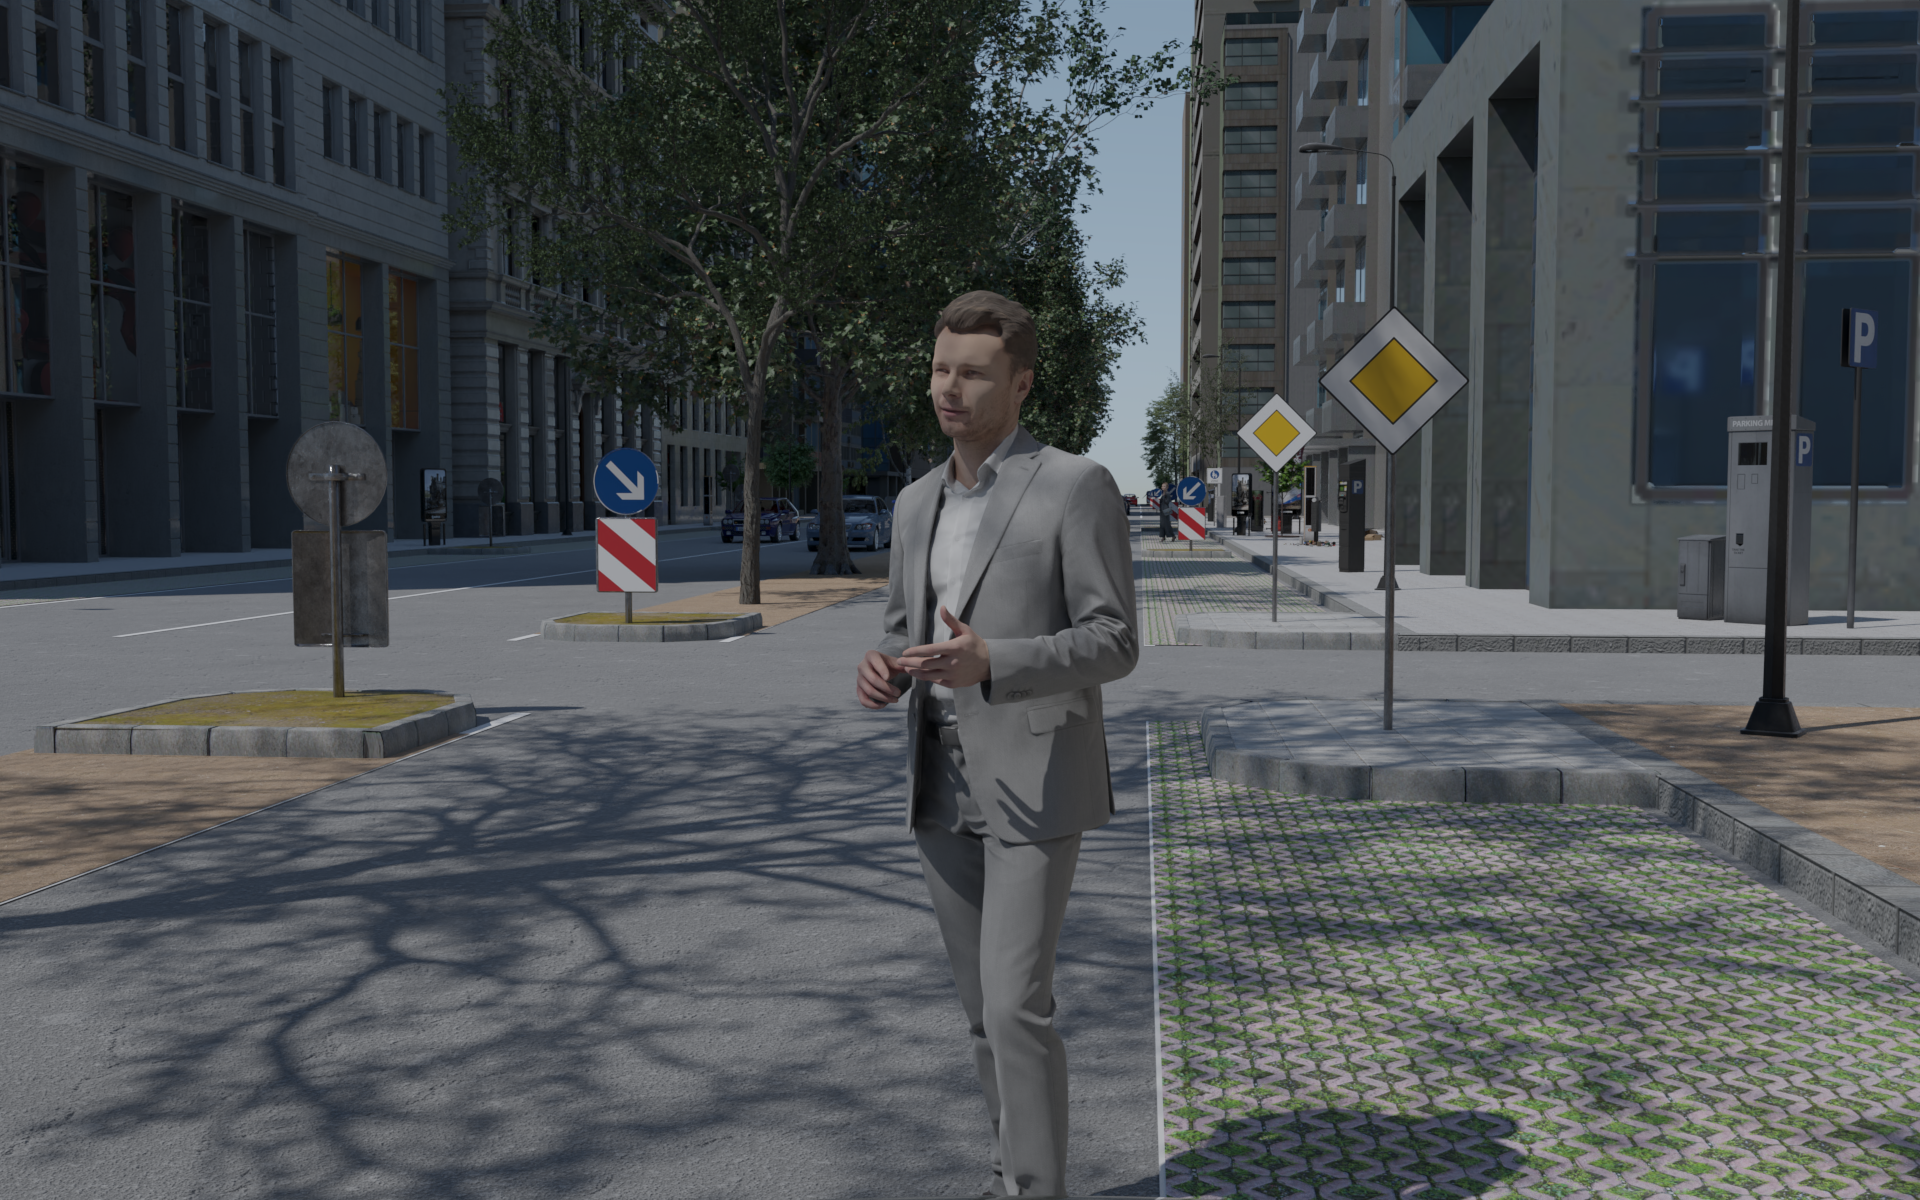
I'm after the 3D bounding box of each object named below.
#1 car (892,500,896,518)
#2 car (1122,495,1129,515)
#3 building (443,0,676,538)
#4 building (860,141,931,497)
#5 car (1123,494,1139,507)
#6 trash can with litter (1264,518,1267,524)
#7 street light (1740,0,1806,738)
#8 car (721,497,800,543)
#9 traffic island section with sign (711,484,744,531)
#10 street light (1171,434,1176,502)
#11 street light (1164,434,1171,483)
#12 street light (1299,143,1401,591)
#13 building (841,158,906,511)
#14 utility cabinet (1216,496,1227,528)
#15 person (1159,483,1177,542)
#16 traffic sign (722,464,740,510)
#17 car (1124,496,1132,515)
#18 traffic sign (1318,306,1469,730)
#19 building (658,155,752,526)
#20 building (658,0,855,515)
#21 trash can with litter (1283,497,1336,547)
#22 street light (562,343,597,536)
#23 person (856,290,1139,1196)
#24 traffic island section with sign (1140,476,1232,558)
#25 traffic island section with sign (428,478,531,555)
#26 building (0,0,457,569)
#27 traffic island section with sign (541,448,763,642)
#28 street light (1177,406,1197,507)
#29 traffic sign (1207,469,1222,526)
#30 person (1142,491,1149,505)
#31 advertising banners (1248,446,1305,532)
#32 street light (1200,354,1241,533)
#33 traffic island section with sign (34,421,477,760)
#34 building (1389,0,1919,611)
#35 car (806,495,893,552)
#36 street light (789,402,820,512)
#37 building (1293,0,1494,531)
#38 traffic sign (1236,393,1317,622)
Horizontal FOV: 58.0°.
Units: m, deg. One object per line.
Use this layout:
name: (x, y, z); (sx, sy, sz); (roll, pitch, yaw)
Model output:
car: (-2.583, -5.007, 91.448); (1.945, 1.707, 3.694); (0, 4, 5)
car: (10.342, -6.381, 116.334); (2.014, 1.417, 4.499); (0, 4, 7)
building: (-17.556, -14.115, 59.653); (11.050, 23.489, 19.941); (0, 4, 6)
building: (-10.340, -30.900, 155.324); (14.600, 45.320, 14.200); (0, 4, 6)
car: (19.085, -11.369, 194.925); (2.155, 1.783, 4.494); (0, 4, 5)
trash can with litter: (12.692, -3.826, 73.944); (0.624, 1.170, 1.055); (-2, 4, -32)
street light: (3.819, -2.240, 9.165); (1.470, 5.913, 1.316); (0, 4, 6)
car: (-5.964, -2.408, 51.945); (1.945, 1.354, 3.894); (0, 4, 7)
traffic island section with sign: (-8.628, -3.649, 68.291); (1.989, 1.847, 2.006); (0, 4, 6)
street light: (12.916, -7.706, 98.542); (1.470, 5.913, 1.316); (0, 4, 6)
street light: (16.663, -9.841, 133.433); (1.470, 5.913, 1.316); (0, 4, 6)
street light: (5.182, -3.088, 23.038); (1.470, 5.913, 1.316); (0, 4, 6)
building: (-20.934, -27.224, 136.991); (32.217, 40.220, 23.993); (0, 4, 6)
utility cabinet: (10.031, -3.380, 66.420); (0.306, 1.237, 1.020); (1, 4, 15)
person: (6.145, -2.610, 51.594); (0.534, 1.772, 0.576); (-3, 4, -36)
traffic sign: (-9.752, -4.503, 73.725); (0.768, 2.556, 0.104); (1, 4, 10)
car: (10.989, -6.615, 120.731); (1.945, 1.354, 3.894); (0, 4, 5)
traffic sign: (2.328, -0.350, 9.369); (0.795, 2.450, 0.064); (0, 4, 6)
building: (-16.291, -13.659, 78.083); (10.420, 20.320, 16.860); (0, 4, 6)
building: (-18.883, -27.838, 109.774); (22.147, 44.769, 28.867); (0, 4, 6)
trash can with litter: (8.774, -1.951, 42.964); (1.678, 1.210, 2.233); (0, 4, 5)
street light: (-11.660, -4.953, 53.525); (1.470, 5.913, 1.316); (0, 4, 6)
person: (0.005, 0.340, 3.149); (0.606, 1.804, 0.583); (3, 5, 39)
traffic island section with sign: (5.146, -1.887, 39.488); (1.989, 1.847, 2.006); (0, 4, 6)
traffic island section with sign: (-11.410, -2.009, 41.479); (1.989, 1.847, 2.006); (0, 4, 6)
building: (-21.458, -15.744, 34.905); (11.434, 29.767, 29.804); (0, 4, 6)
traffic island section with sign: (-3.219, -0.585, 17.706); (2.006, 1.907, 1.989); (0, 4, 6)
street light: (12.348, -7.299, 91.873); (1.470, 5.913, 1.316); (0, 4, 6)
traffic sign: (10.166, -4.100, 69.169); (0.606, 2.300, 0.079); (1, 4, 9)
person: (21.937, -11.868, 202.482); (1.348, 1.831, 0.705); (3, 5, 42)
advertising banners: (10.811, -3.844, 59.043); (2.074, 3.025, 0.090); (-1, 4, -14)
street light: (8.745, -5.205, 57.642); (1.470, 5.913, 1.316); (0, 4, 6)
traffic island section with sign: (-3.993, -0.135, 10.339); (2.006, 1.907, 1.989); (0, 4, 6)
building: (23.142, -43.640, 26.181); (31.000, 86.520, 22.319); (0, 4, 6)
car: (-2.764, -1.998, 44.663); (2.014, 1.417, 4.499); (0, 4, 6)
street light: (-8.083, -7.047, 87.758); (1.470, 5.913, 1.316); (0, 4, 6)
building: (25.297, -27.439, 68.243); (23.786, 49.044, 30.456); (0, 4, 6)
traffic sign: (3.152, -0.836, 17.311); (0.795, 2.450, 0.064); (0, 4, 6)
